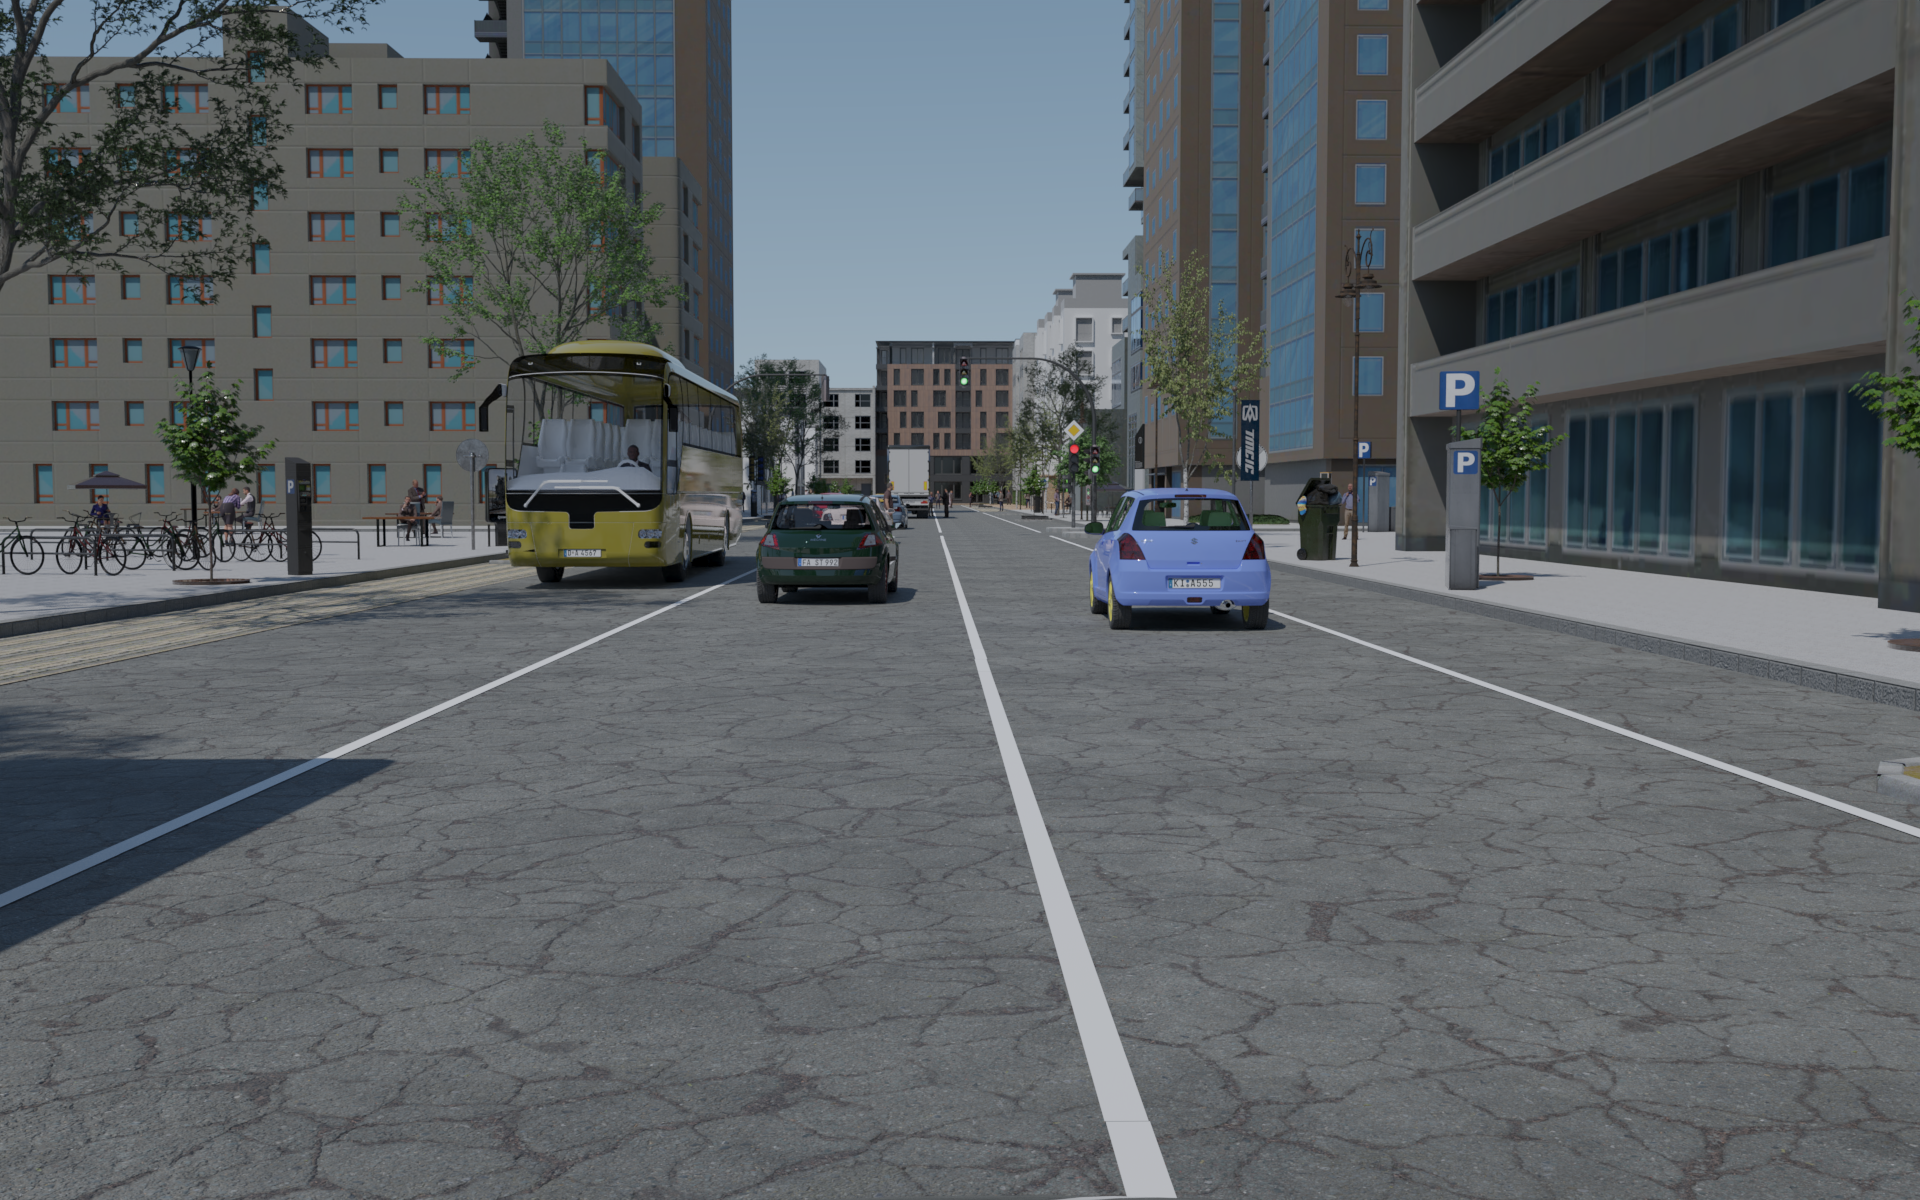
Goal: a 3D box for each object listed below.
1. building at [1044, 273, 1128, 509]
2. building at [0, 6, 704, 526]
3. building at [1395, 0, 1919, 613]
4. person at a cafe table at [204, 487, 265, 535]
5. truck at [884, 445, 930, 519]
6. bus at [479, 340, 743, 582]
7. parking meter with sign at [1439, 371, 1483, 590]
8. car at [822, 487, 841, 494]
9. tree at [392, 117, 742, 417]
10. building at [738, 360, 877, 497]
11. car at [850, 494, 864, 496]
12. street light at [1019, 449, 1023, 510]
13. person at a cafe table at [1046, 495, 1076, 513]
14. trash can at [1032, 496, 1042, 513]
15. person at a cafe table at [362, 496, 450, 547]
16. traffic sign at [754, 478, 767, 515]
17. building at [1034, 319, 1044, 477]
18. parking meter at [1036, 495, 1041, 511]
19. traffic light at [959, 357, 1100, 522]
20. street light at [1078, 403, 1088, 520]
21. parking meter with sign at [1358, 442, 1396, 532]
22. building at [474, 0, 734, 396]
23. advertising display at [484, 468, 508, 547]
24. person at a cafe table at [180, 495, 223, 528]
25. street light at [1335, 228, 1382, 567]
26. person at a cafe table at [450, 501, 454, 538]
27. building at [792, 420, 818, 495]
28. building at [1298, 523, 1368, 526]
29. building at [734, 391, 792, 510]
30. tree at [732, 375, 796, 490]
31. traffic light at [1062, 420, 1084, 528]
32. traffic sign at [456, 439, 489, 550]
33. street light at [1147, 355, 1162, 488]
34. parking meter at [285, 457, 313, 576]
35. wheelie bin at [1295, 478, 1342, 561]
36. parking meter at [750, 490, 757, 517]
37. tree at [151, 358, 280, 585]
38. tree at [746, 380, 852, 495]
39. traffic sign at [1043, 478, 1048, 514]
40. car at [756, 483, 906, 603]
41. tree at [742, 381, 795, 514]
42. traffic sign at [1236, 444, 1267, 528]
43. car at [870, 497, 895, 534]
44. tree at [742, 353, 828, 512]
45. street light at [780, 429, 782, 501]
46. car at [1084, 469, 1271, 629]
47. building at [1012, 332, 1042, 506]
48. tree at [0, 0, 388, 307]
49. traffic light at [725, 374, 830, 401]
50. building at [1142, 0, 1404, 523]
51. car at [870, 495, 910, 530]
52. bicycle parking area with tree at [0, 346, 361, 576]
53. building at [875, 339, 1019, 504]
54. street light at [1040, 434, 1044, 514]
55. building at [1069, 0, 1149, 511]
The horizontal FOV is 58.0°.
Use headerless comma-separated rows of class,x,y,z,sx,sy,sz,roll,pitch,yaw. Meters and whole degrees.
building,16.115,-18.198,153.962,16.016,20.091,11.380,0,4,-1
building,-28.090,-14.572,83.296,27.650,21.520,28.899,0,4,-1
building,20.778,-24.715,27.791,21.300,48.544,21.600,0,4,-1
person at a cafe table,-23.152,-2.871,55.457,1.622,1.524,1.698,-1,4,-11
truck,-3.165,-7.076,104.610,2.839,4.237,11.283,0,4,-2
bus,-5.776,-2.439,31.431,2.896,3.916,12.252,0,4,-2
parking meter with sign,6.901,-1.685,23.816,0.543,3.016,1.738,1,4,12
car,-6.444,-4.758,86.837,2.155,1.783,4.494,0,4,-2
tree,-11.697,-7.558,49.327,9.928,11.665,9.643,0,3,0
building,-27.094,-22.604,236.035,31.486,18.905,16.747,0,4,-1
car,-7.703,-7.090,127.721,2.131,1.459,4.920,0,4,-1
street light,4.913,-10.259,140.523,0.468,5.910,1.993,0,4,-1
person at a cafe table,6.983,-6.413,115.708,1.698,1.238,1.726,3,5,43
trash can,5.288,-6.507,118.051,0.748,1.137,0.748,0,3,0
person at a cafe table,-13.685,-1.950,42.748,1.698,1.238,1.726,0,4,-7
traffic sign,-12.033,-6.420,104.972,0.884,2.594,0.081,0,4,-1
building,15.247,-18.892,165.306,16.016,20.091,11.380,0,4,-1
parking meter,5.627,-7.319,125.383,0.255,1.863,0.399,3,5,44
traffic light,2.349,-5.069,57.540,4.771,5.953,1.251,0,4,-1
street light,6.076,-6.946,86.348,0.468,5.910,1.993,0,4,-1
parking meter with sign,14.140,-3.798,58.354,1.738,3.016,0.543,-3,4,-38
building,-22.476,-28.281,112.507,14.600,45.320,14.200,0,4,-1
advertising display,-11.252,-2.281,42.512,0.123,1.923,0.974,2,4,32
person at a cafe table,-28.957,-3.404,66.509,1.726,1.238,1.698,-1,4,-22
street light,6.952,-3.522,30.375,0.468,5.910,1.993,0,4,-1
person at a cafe table,-15.562,-2.437,50.706,1.726,1.238,1.698,2,4,32
building,-20.821,-14.755,183.390,9.099,9.664,28.070,0,4,-1
building,21.417,-25.965,74.641,14.200,45.320,14.600,0,4,-1
building,-20.980,-13.041,155.365,9.099,9.664,28.070,0,4,-1
tree,-12.540,-9.614,107.544,4.360,8.622,3.978,0,3,0
traffic light,4.292,-4.696,65.704,0.839,4.253,0.868,0,4,-1
traffic sign,-11.186,-2.424,39.736,0.768,2.556,0.104,0,4,3
street light,6.502,-5.170,57.318,0.468,5.910,1.993,0,4,-1
parking meter,-10.446,-1.325,27.379,0.399,1.863,0.255,3,5,39
wheelie bin,6.981,-1.569,33.554,0.980,1.594,0.693,-3,5,-40
parking meter,-11.643,-5.469,97.833,0.372,1.533,0.369,0,3,0
tree,-10.617,-1.848,24.815,1.663,3.219,1.824,0,3,0
tree,-12.960,-12.349,136.320,8.767,10.594,7.601,-1,4,-14
traffic sign,5.243,-6.512,108.600,0.606,2.300,0.079,0,4,5
car,-1.784,-0.877,24.133,2.009,1.686,4.222,0,4,1
tree,-12.682,-9.943,112.928,4.737,8.622,4.395,0,3,0
traffic sign,7.217,-2.617,42.901,0.768,2.556,0.104,0,4,8
car,-2.938,-2.275,49.563,2.083,1.381,4.827,0,4,0
tree,-13.424,-12.271,126.393,9.928,11.665,9.643,0,3,0
street light,-12.446,-9.047,120.699,0.468,5.910,1.993,0,4,-1
car,2.405,-0.614,19.624,1.945,1.707,3.694,0,4,-1
building,15.142,-20.286,198.140,16.747,18.905,31.486,0,4,-1
tree,-10.501,-5.106,17.897,8.767,10.594,7.601,-2,4,-26
traffic light,-7.316,-5.556,65.510,4.771,5.953,1.251,0,4,-1
building,17.380,-26.924,90.322,14.600,45.320,14.200,0,4,-1
car,-3.067,-3.627,71.310,2.014,1.417,4.499,0,3,0
bicycle parking area with tree,-15.735,-2.707,31.260,9.016,4.147,8.231,2,4,28
building,4.875,-24.315,241.522,32.646,21.610,27.936,0,4,-1
street light,5.431,-8.611,113.581,0.468,5.910,1.993,0,4,-1
building,20.349,-49.614,123.867,22.319,86.520,31.000,0,4,-1
